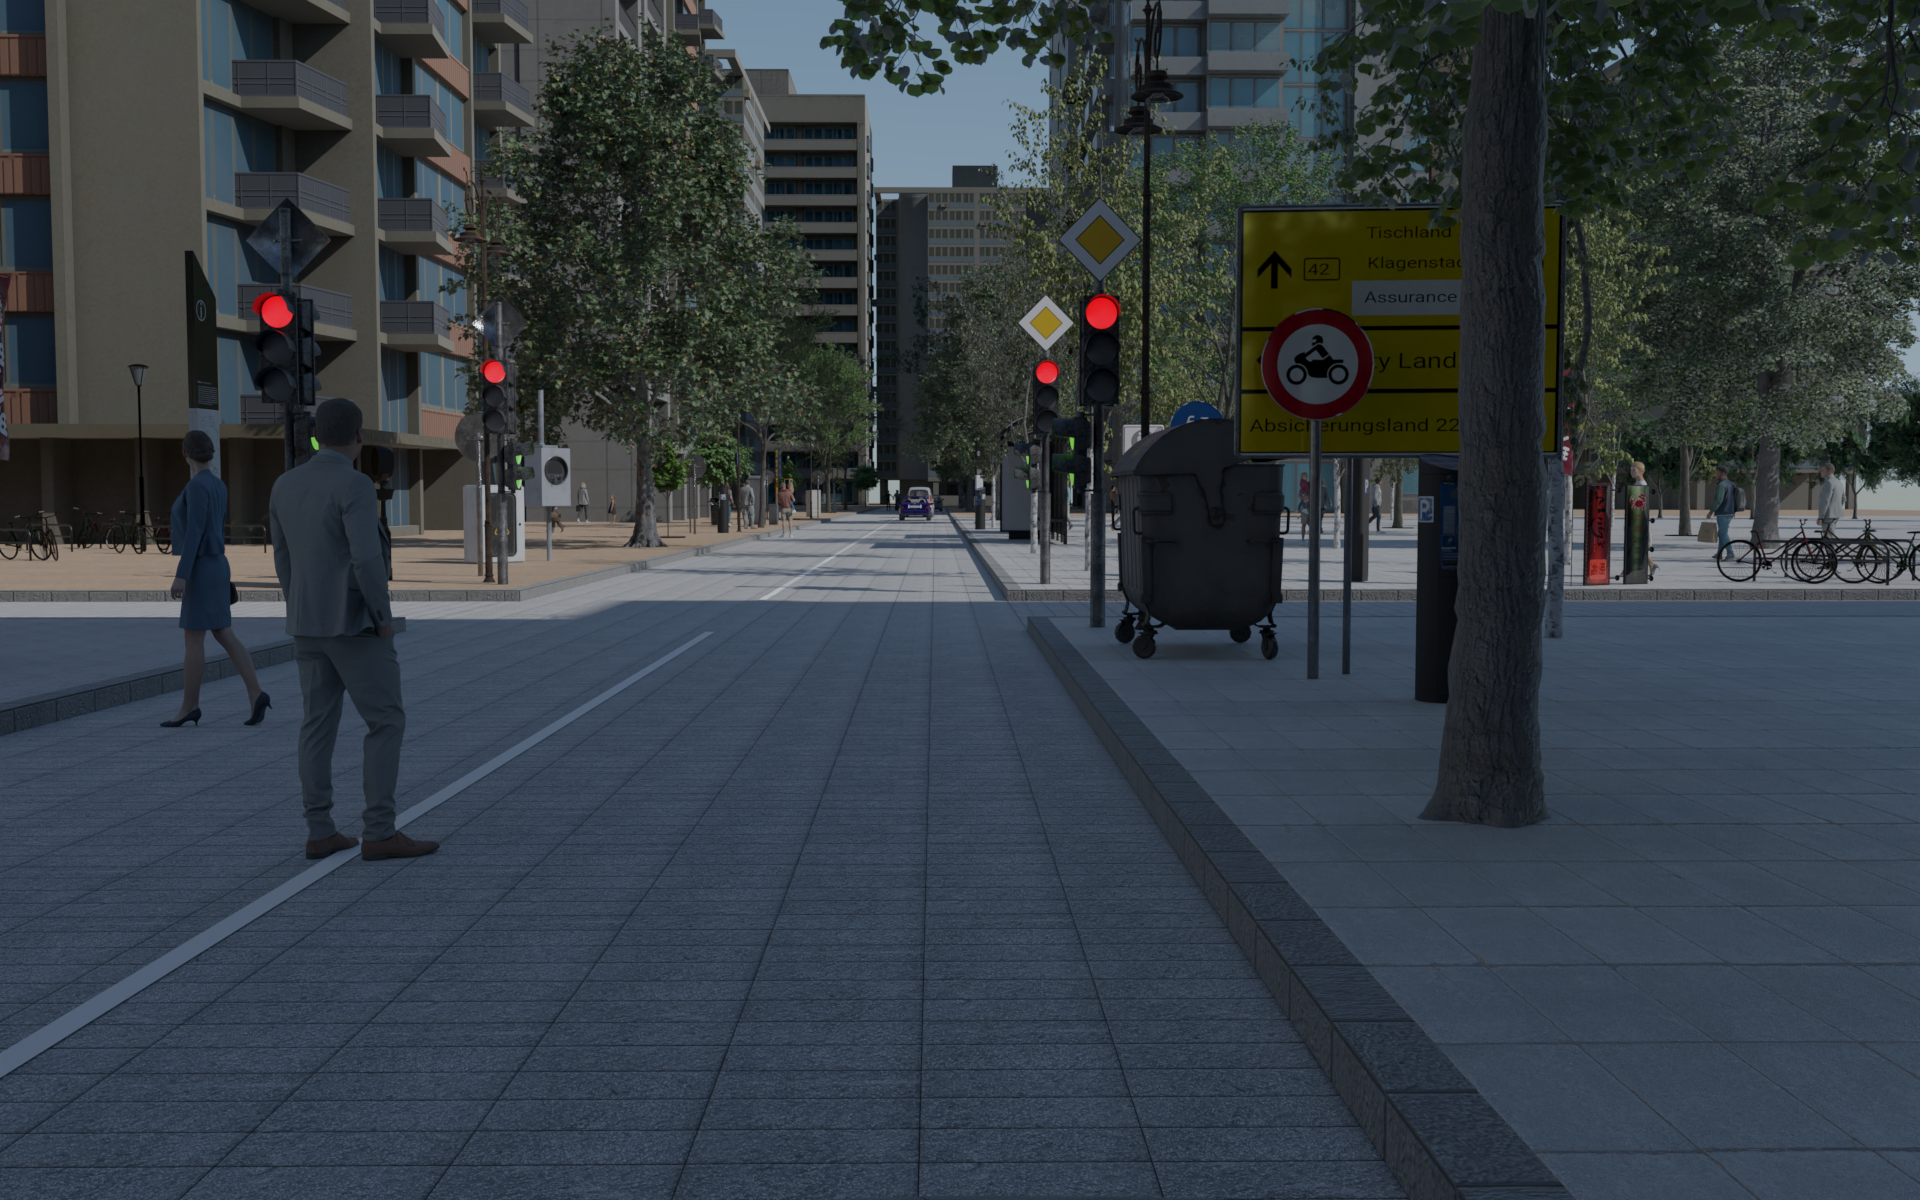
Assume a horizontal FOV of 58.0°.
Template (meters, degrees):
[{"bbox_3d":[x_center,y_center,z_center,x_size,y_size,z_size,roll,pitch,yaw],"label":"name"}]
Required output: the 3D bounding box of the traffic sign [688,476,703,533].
[{"bbox_3d":[-8.878,-3.484,56.967,0.884,2.594,0.081,1,4,9],"label":"traffic sign"}]

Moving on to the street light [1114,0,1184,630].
[{"bbox_3d":[1.743,-2.657,16.227,0.468,5.910,1.993,0,4,-1],"label":"street light"}]

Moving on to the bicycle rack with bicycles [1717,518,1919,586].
[{"bbox_3d":[12.920,-0.728,25.289,2.925,0.926,2.852,3,5,40],"label":"bicycle rack with bicycles"}]

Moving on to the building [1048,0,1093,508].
[{"bbox_3d":[22.066,-34.491,153.174,28.713,52.752,27.495,0,4,-1],"label":"building"}]

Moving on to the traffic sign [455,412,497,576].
[{"bbox_3d":[-7.492,-1.644,26.982,0.768,2.556,0.104,0,4,3],"label":"traffic sign"}]

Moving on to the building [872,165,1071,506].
[{"bbox_3d":[1.724,-31.532,207.427,23.993,40.220,32.217,0,4,-1],"label":"building"}]

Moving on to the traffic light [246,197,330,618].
[{"bbox_3d":[-6.352,-1.684,16.461,0.839,4.253,0.868,0,4,-1],"label":"traffic light"}]

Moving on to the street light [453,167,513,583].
[{"bbox_3d":[-6.834,-3.191,24.964,0.468,5.910,1.993,0,4,-1],"label":"street light"}]

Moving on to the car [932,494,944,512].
[{"bbox_3d":[-2.292,-7.907,141.284,2.014,1.417,4.499,0,4,0],"label":"car"}]

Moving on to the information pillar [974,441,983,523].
[{"bbox_3d":[0.828,-5.175,75.971,0.183,3.616,0.504,3,4,36],"label":"information pillar"}]

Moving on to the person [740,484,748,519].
[{"bbox_3d":[-10.938,-5.006,87.990,0.635,1.810,0.391,0,4,-4],"label":"person"}]

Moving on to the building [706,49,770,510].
[{"bbox_3d":[-29.154,-28.053,150.545,23.993,40.220,32.217,0,4,-1],"label":"building"}]

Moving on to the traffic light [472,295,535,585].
[{"bbox_3d":[-6.465,-2.173,24.445,0.839,4.253,0.868,0,4,-1],"label":"traffic light"}]

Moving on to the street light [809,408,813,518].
[{"bbox_3d":[-7.900,-7.278,91.780,0.468,5.910,1.993,0,4,-1],"label":"street light"}]

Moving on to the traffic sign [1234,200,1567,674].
[{"bbox_3d":[3.076,-1.122,12.217,2.265,3.308,0.079,0,4,5],"label":"traffic sign"}]

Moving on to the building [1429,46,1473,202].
[{"bbox_3d":[44.193,-31.215,160.471,14.200,45.320,14.600,0,4,-1],"label":"building"}]

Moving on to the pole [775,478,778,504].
[{"bbox_3d":[-10.536,-6.473,99.680,0.158,3.312,0.155,0,3,0],"label":"pole"}]

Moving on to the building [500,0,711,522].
[{"bbox_3d":[-23.666,-39.709,87.499,20.563,71.187,20.611,0,4,-1],"label":"building"}]

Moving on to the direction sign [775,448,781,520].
[{"bbox_3d":[-8.894,-5.671,84.719,0.379,3.537,0.876,1,4,12],"label":"direction sign"}]

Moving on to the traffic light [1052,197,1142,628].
[{"bbox_3d":[1.308,-1.692,16.585,0.839,4.253,0.868,0,4,-1],"label":"traffic light"}]

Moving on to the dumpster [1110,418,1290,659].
[{"bbox_3d":[1.936,-0.512,14.122,1.264,1.857,1.865,0,4,-1],"label":"dumpster"}]

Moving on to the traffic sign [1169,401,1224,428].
[{"bbox_3d":[3.247,-1.448,23.773,0.768,2.556,0.104,0,4,6],"label":"traffic sign"}]

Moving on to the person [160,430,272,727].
[{"bbox_3d":[-4.599,-0.129,10.632,0.654,1.822,0.581,1,4,13],"label":"person"}]

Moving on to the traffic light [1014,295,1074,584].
[{"bbox_3d":[1.195,-2.180,24.570,0.839,4.253,0.868,0,4,-1],"label":"traffic light"}]

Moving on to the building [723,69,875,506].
[{"bbox_3d":[-21.056,-35.340,201.515,21.600,48.544,21.300,0,4,-1],"label":"building"}]

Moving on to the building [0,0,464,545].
[{"bbox_3d":[-26.560,-24.523,55.583,22.147,44.769,28.867,0,4,-1],"label":"building"}]

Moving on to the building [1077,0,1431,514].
[{"bbox_3d":[20.160,-30.870,124.336,23.786,49.044,30.456,0,4,-1],"label":"building"}]

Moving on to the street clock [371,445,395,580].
[{"bbox_3d":[-8.567,-1.294,25.733,0.358,2.002,0.471,-2,4,-33],"label":"street clock"}]

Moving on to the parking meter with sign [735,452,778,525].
[{"bbox_3d":[-8.453,-4.643,72.179,1.738,3.016,0.543,0,4,4],"label":"parking meter with sign"}]

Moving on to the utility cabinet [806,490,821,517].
[{"bbox_3d":[-8.253,-5.427,97.405,0.318,1.500,1.173,2,4,24],"label":"utility cabinet"}]

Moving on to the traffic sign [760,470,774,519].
[{"bbox_3d":[-10.078,-5.525,90.431,0.768,2.556,0.104,0,4,1],"label":"traffic sign"}]

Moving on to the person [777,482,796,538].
[{"bbox_3d":[-5.698,-2.981,57.217,0.573,1.828,0.580,3,5,39],"label":"person"}]

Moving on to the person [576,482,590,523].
[{"bbox_3d":[-16.753,-4.307,76.642,0.709,1.800,0.728,2,4,26],"label":"person"}]

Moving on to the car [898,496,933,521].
[{"bbox_3d":[-2.415,-4.972,93.866,1.945,1.354,3.894,0,4,0],"label":"car"}]

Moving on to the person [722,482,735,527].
[{"bbox_3d":[-9.033,-3.707,67.240,0.593,1.750,0.643,1,4,8],"label":"person"}]

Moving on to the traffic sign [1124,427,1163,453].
[{"bbox_3d":[2.714,-1.444,25.736,0.606,2.300,0.079,0,4,2],"label":"traffic sign"}]

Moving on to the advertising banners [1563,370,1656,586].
[{"bbox_3d":[8.944,-1.713,24.189,2.074,3.025,0.090,-2,4,-26],"label":"advertising banners"}]

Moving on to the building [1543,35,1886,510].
[{"bbox_3d":[63.541,-28.183,152.673,23.993,40.220,32.217,0,4,-1],"label":"building"}]

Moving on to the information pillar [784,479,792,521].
[{"bbox_3d":[-8.277,-4.832,83.499,0.304,2.012,0.304,1,4,18],"label":"information pillar"}]

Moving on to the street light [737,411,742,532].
[{"bbox_3d":[-7.512,-5.257,58.740,0.468,5.910,1.993,0,4,-1],"label":"street light"}]

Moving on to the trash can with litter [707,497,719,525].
[{"bbox_3d":[-10.059,-3.672,71.429,0.624,1.170,1.055,0,4,1],"label":"trash can with litter"}]

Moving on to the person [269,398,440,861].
[{"bbox_3d":[-2.442,0.108,6.837,0.635,1.810,0.391,1,4,22],"label":"person"}]

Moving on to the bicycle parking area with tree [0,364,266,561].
[{"bbox_3d":[-19.626,-3.014,36.278,8.231,4.147,9.016,-3,5,-45],"label":"bicycle parking area with tree"}]

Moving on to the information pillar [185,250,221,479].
[{"bbox_3d":[-7.394,-1.565,16.942,0.183,3.616,0.504,0,4,1],"label":"information pillar"}]

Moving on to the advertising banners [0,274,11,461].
[{"bbox_3d":[-7.565,-1.026,12.959,0.090,3.025,2.074,0,4,-3],"label":"advertising banners"}]

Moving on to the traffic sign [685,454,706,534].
[{"bbox_3d":[-8.450,-3.364,55.109,0.768,2.556,0.104,1,4,8],"label":"traffic sign"}]

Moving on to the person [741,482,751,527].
[{"bbox_3d":[-8.391,-3.782,68.074,0.583,1.804,0.606,0,4,0],"label":"person"}]

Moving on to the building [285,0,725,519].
[{"bbox_3d":[-27.256,-28.047,113.188,22.147,44.769,28.867,0,4,-1],"label":"building"}]

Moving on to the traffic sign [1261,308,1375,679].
[{"bbox_3d":[2.453,-0.725,11.961,0.768,2.556,0.104,0,4,6],"label":"traffic sign"}]

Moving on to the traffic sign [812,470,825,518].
[{"bbox_3d":[-7.654,-5.700,93.293,0.768,2.556,0.104,0,4,5],"label":"traffic sign"}]
